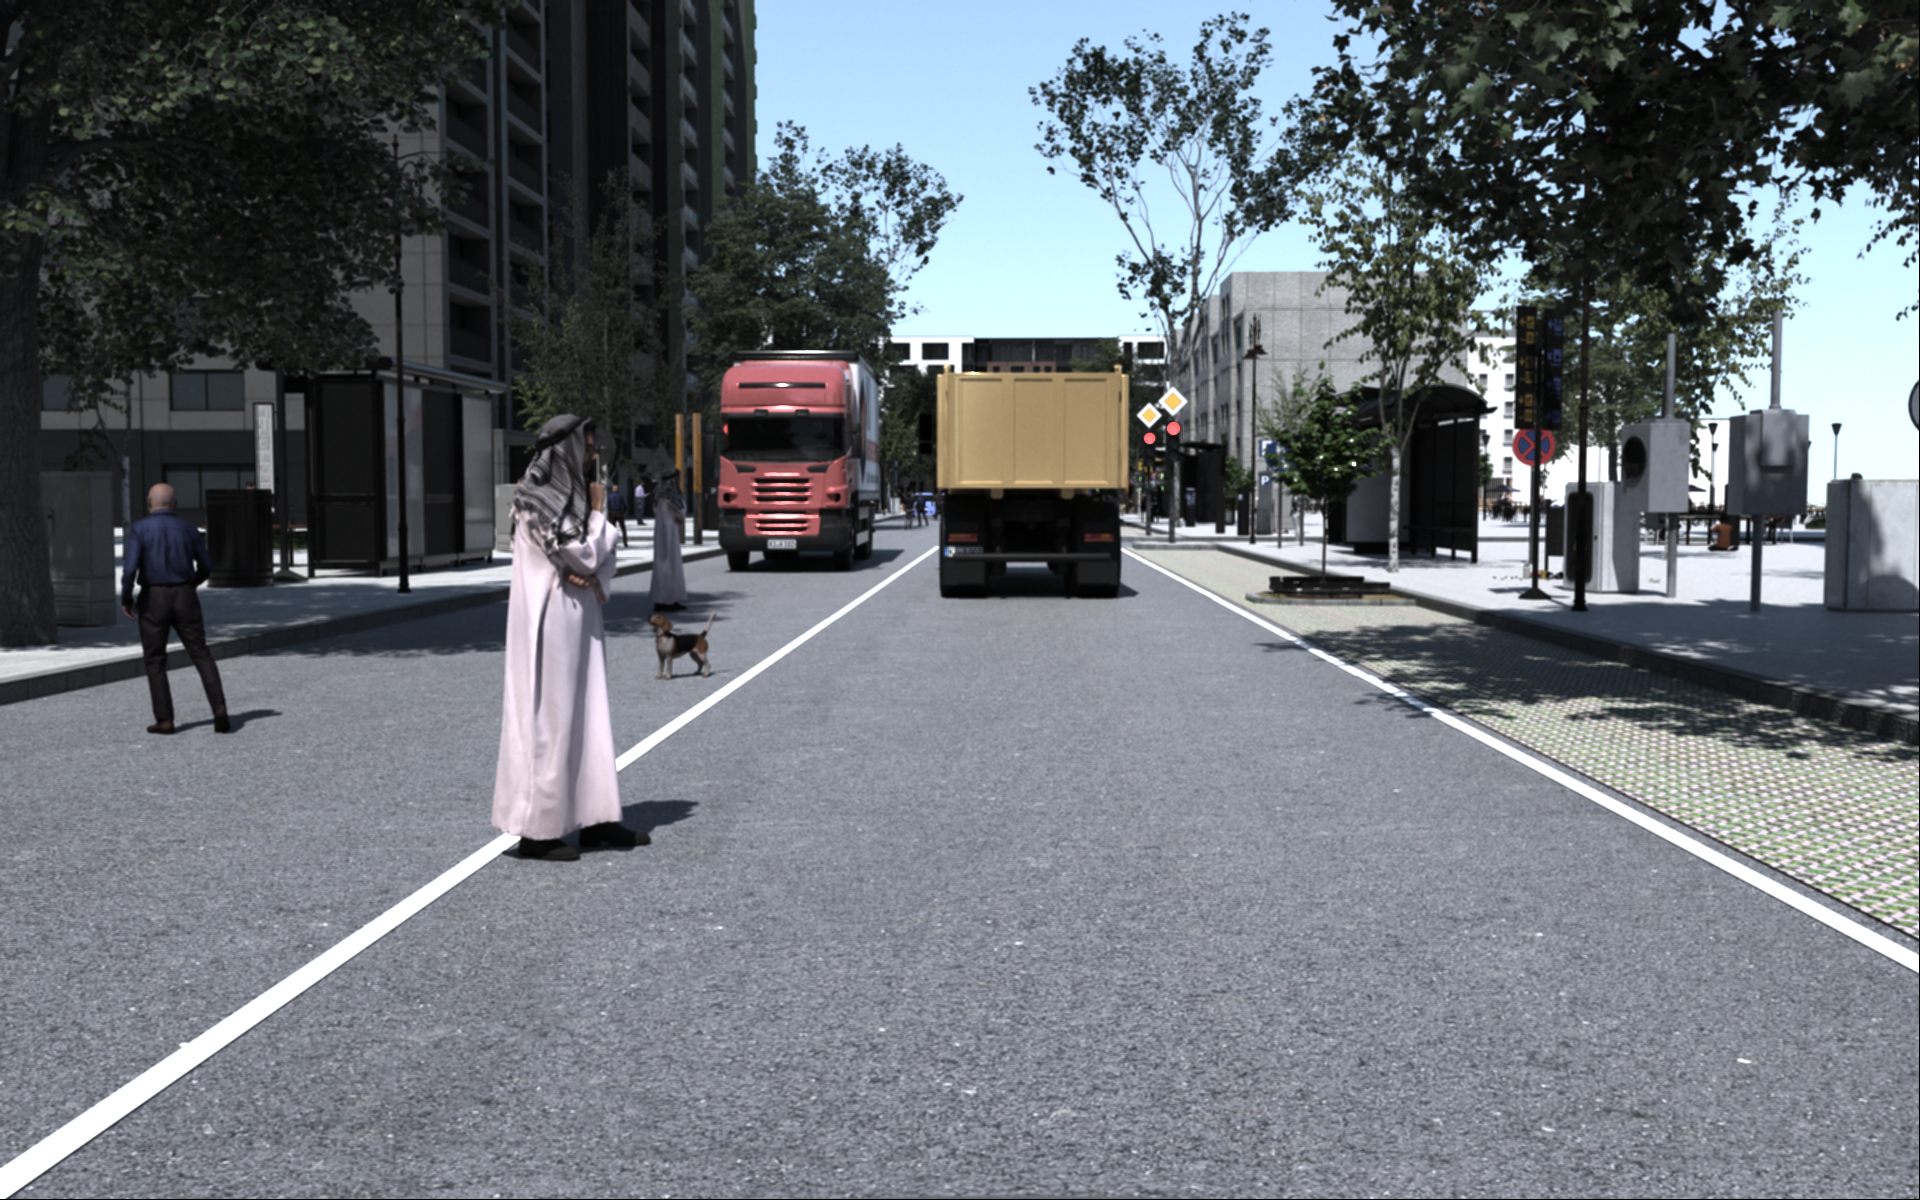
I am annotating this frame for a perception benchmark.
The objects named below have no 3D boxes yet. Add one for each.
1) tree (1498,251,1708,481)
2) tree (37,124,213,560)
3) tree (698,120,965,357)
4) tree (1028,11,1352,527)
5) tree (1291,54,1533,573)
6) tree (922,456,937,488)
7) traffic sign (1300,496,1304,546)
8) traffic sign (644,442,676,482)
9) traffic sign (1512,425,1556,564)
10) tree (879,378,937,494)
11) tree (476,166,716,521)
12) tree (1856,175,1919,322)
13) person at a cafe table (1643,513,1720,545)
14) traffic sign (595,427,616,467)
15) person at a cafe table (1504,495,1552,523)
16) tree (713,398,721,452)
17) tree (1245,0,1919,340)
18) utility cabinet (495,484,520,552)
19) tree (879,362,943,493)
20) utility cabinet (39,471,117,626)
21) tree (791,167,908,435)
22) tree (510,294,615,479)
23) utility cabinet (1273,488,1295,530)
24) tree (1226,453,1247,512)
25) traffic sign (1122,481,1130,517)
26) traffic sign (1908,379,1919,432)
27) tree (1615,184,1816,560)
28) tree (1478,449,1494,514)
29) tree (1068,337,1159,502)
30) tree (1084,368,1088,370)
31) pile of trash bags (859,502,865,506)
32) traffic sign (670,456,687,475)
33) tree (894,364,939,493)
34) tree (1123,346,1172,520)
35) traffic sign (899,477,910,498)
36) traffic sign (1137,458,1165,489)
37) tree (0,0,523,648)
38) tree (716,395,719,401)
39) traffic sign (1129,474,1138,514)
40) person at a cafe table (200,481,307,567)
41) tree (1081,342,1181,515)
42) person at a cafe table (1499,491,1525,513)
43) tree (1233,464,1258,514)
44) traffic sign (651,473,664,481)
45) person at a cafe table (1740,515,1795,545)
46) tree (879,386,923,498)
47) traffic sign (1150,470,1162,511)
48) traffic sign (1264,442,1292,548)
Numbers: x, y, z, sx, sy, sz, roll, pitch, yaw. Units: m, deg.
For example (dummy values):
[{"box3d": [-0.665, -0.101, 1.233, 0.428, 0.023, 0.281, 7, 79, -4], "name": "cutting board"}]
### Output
[{"box3d": [23.724, -8.907, 63.761, 7.486, 12.596, 7.792, 0, 3, 0], "name": "tree"}, {"box3d": [-16.408, -5.076, 33.348, 4.360, 8.622, 3.978, 0, 3, 0], "name": "tree"}, {"box3d": [-6.513, -14.235, 88.623, 12.611, 20.169, 13.585, 0, 3, 0], "name": "tree"}, {"box3d": [9.752, -12.879, 66.458, 12.611, 20.169, 13.585, 0, 3, 0], "name": "tree"}, {"box3d": [7.320, -4.755, 28.109, 4.737, 8.622, 4.395, 0, 3, 0], "name": "tree"}, {"box3d": [-1.353, -17.236, 199.934, 7.486, 12.596, 7.792, 0, 3, 0], "name": "tree"}, {"box3d": [8.411, -2.597, 42.561, 0.768, 2.556, 0.104, 0, 4, 3], "name": "traffic sign"}, {"box3d": [-7.498, -2.654, 43.402, 0.884, 2.594, 0.081, 0, 4, 5], "name": "traffic sign"}, {"box3d": [10.470, -1.931, 31.670, 0.768, 2.556, 0.104, 1, 4, 8], "name": "traffic sign"}, {"box3d": [-3.214, -12.505, 138.865, 7.601, 10.594, 8.767, 0, 4, -2], "name": "tree"}, {"box3d": [-8.140, -5.378, 38.286, 4.360, 8.622, 3.978, 0, 3, 0], "name": "tree"}, {"box3d": [13.690, -4.434, 22.853, 4.360, 8.622, 3.978, 0, 3, 0], "name": "tree"}, {"box3d": [18.040, -2.157, 43.777, 1.622, 1.524, 1.698, -2, 4, -24], "name": "person at a cafe table"}, {"box3d": [-6.926, -2.009, 32.954, 0.768, 2.556, 0.104, 0, 4, 3], "name": "traffic sign"}, {"box3d": [25.551, -4.065, 77.317, 1.726, 1.238, 1.698, -1, 4, -18], "name": "person at a cafe table"}, {"box3d": [-12.668, -9.208, 100.913, 4.737, 8.622, 4.395, 0, 3, 0], "name": "tree"}, {"box3d": [6.817, -5.707, 10.326, 9.611, 12.733, 9.660, 0, 3, 0], "name": "tree"}, {"box3d": [-9.837, -1.800, 38.110, 0.318, 1.500, 1.173, -3, 5, -40], "name": "utility cabinet"}, {"box3d": [-3.527, -14.277, 150.441, 9.611, 12.733, 9.660, 0, 3, 0], "name": "tree"}, {"box3d": [-8.819, -0.504, 16.912, 1.173, 1.500, 0.318, 1, 4, 22], "name": "utility cabinet"}, {"box3d": [-6.332, -9.870, 68.023, 9.857, 13.997, 8.962, 0, 3, 0], "name": "tree"}, {"box3d": [-14.840, -6.975, 64.397, 4.737, 8.622, 4.395, 0, 3, 0], "name": "tree"}, {"box3d": [11.527, -3.249, 61.806, 1.173, 1.500, 0.318, -3, 5, -40], "name": "utility cabinet"}, {"box3d": [19.342, -8.756, 126.873, 4.285, 4.588, 4.351, 0, 3, 0], "name": "tree"}, {"box3d": [9.229, -6.022, 98.466, 0.884, 2.594, 0.081, 0, 4, 6], "name": "traffic sign"}, {"box3d": [9.797, -1.047, 17.218, 0.768, 2.556, 0.104, 1, 4, 11], "name": "traffic sign"}, {"box3d": [14.024, -5.077, 33.371, 4.737, 8.622, 4.395, 0, 3, 0], "name": "tree"}, {"box3d": [33.334, -7.917, 113.152, 4.285, 4.588, 4.351, 0, 3, 0], "name": "tree"}, {"box3d": [10.482, -12.638, 124.762, 7.486, 12.596, 7.792, 0, 3, 0], "name": "tree"}, {"box3d": [12.088, -15.591, 165.281, 12.009, 13.543, 11.850, 0, 3, 0], "name": "tree"}, {"box3d": [-6.067, -5.248, 95.554, 1.912, 1.369, 3.447, 3, 5, 41], "name": "pile of trash bags"}, {"box3d": [-9.559, -3.556, 58.252, 0.768, 2.556, 0.104, 1, 4, 8], "name": "traffic sign"}, {"box3d": [-3.224, -15.385, 161.909, 12.009, 13.543, 11.850, 0, 3, 0], "name": "tree"}, {"box3d": [8.865, -8.318, 86.358, 4.360, 8.622, 3.978, 0, 3, 0], "name": "tree"}, {"box3d": [-4.052, -7.730, 126.494, 0.768, 2.556, 0.104, 0, 4, 4], "name": "traffic sign"}, {"box3d": [11.203, -6.382, 98.212, 2.265, 3.308, 0.079, 1, 4, 10], "name": "traffic sign"}, {"box3d": [-8.002, -6.594, 14.474, 9.857, 13.997, 8.962, 0, 3, 0], "name": "tree"}, {"box3d": [-12.973, -7.801, 77.915, 4.360, 8.622, 3.978, 0, 3, 0], "name": "tree"}, {"box3d": [11.276, -6.840, 111.941, 0.768, 2.556, 0.104, 0, 4, 8], "name": "traffic sign"}, {"box3d": [-12.495, -1.353, 30.639, 1.698, 1.524, 1.622, -2, 4, -30], "name": "person at a cafe table"}, {"box3d": [10.006, -10.492, 105.962, 7.601, 10.594, 8.767, -1, 4, -13], "name": "tree"}, {"box3d": [38.224, -6.857, 120.622, 1.698, 1.524, 1.622, -1, 4, -17], "name": "person at a cafe table"}, {"box3d": [18.754, -7.198, 112.286, 1.663, 3.219, 1.824, 0, 3, 0], "name": "tree"}, {"box3d": [-9.800, -3.330, 56.570, 0.606, 2.300, 0.079, 1, 4, 11], "name": "traffic sign"}, {"box3d": [20.411, -2.034, 44.119, 1.726, 1.238, 1.698, -1, 4, -12], "name": "person at a cafe table"}, {"box3d": [-4.675, -10.315, 119.020, 4.737, 8.622, 4.395, 0, 3, 0], "name": "tree"}, {"box3d": [10.290, -5.506, 90.129, 0.768, 2.556, 0.104, 0, 4, 8], "name": "traffic sign"}, {"box3d": [7.548, -2.490, 40.820, 0.768, 2.556, 0.104, 1, 4, 11], "name": "traffic sign"}]
